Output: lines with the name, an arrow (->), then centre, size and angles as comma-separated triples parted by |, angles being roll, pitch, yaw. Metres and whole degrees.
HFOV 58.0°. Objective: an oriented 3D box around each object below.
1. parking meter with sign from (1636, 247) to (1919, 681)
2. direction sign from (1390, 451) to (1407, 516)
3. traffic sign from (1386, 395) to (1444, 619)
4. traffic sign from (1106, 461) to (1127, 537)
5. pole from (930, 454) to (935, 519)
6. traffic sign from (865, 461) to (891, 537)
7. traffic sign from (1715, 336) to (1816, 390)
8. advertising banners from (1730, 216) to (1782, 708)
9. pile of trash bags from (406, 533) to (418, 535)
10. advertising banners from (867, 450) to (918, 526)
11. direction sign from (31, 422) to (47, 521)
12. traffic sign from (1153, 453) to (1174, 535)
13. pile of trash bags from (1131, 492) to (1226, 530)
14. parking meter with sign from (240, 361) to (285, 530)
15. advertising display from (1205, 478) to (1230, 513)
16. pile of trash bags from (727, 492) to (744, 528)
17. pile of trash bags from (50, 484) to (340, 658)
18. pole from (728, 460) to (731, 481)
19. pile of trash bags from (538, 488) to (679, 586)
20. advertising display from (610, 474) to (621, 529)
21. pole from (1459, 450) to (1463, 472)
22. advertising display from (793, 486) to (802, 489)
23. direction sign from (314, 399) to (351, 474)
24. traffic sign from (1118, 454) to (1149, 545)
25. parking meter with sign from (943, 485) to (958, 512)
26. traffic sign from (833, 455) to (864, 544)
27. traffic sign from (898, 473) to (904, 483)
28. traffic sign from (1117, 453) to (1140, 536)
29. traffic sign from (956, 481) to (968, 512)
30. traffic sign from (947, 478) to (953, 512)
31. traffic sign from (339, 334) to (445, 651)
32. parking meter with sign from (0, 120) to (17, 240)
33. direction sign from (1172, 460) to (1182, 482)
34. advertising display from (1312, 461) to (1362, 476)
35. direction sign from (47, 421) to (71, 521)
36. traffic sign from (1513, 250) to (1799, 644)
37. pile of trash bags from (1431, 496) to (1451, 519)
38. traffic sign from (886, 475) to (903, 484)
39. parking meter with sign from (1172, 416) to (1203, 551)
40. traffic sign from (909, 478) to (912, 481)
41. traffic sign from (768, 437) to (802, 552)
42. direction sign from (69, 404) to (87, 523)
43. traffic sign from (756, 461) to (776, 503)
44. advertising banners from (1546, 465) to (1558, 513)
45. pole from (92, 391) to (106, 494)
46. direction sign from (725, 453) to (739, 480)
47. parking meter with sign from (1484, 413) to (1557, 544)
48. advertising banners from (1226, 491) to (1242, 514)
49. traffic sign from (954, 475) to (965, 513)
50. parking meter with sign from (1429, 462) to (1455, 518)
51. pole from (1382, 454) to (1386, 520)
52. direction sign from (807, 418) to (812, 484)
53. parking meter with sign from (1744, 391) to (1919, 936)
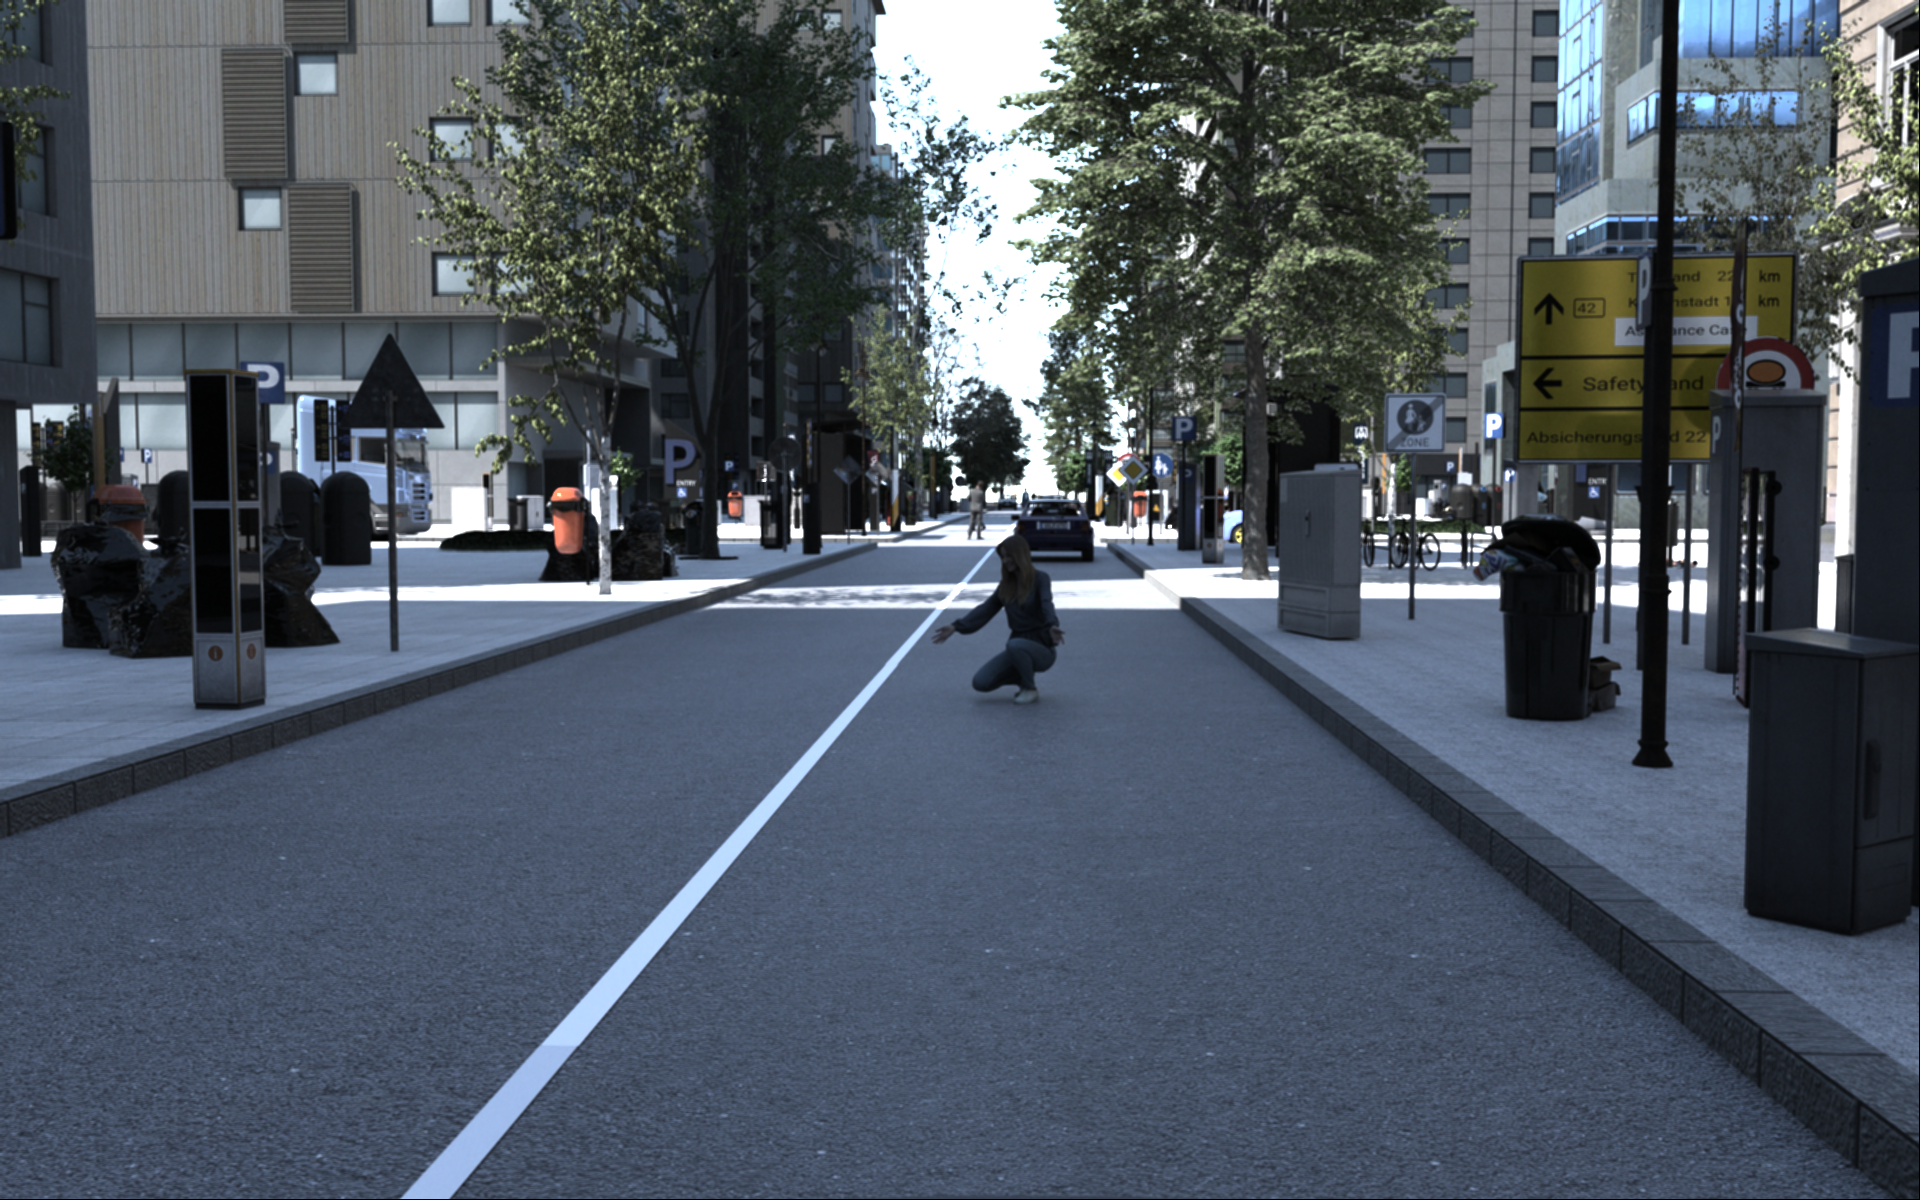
parking meter with sign -> 5.780, -0.987, 12.392 | 1.738, 3.016, 0.543 | 1, 4, 10
direction sign -> 24.536, -6.417, 96.914 | 0.876, 3.537, 0.379 | 0, 4, -1
traffic sign -> 4.623, -0.950, 17.666 | 0.606, 2.300, 0.079 | 0, 4, 7
traffic sign -> 4.764, -2.953, 51.917 | 0.795, 2.450, 0.064 | 0, 4, 3
pole -> -1.498, -6.044, 92.659 | 0.158, 3.312, 0.155 | 0, 3, 0
traffic sign -> -2.471, -2.974, 52.274 | 0.795, 2.450, 0.064 | 0, 4, 3
traffic sign -> 6.511, -0.855, 14.087 | 0.768, 2.556, 0.104 | 0, 4, 8
advertising banners -> 4.783, -0.873, 10.468 | 0.090, 3.025, 2.074 | 1, 4, 18
pile of trash bags -> -18.829, -2.728, 54.350 | 3.447, 1.369, 1.912 | -1, 4, -18
advertising banners -> -2.707, -4.479, 69.414 | 2.074, 3.025, 0.090 | -1, 4, -12
direction sign -> -29.113, -3.858, 55.068 | 0.379, 3.537, 0.876 | 1, 4, 19
traffic sign -> 6.264, -3.291, 53.920 | 0.768, 2.556, 0.104 | 1, 4, 8
pile of trash bags -> 7.817, -3.190, 61.915 | 3.447, 1.369, 1.912 | 0, 4, -3
parking meter with sign -> -9.490, -1.677, 23.674 | 0.543, 3.016, 1.738 | -1, 4, -21
advertising display -> 10.522, -4.011, 70.798 | 0.974, 1.923, 0.123 | 1, 4, 21
pile of trash bags -> -9.791, -3.358, 64.662 | 3.447, 1.369, 1.912 | 0, 4, -2
pile of trash bags -> -6.938, -0.332, 15.187 | 1.912, 1.369, 3.447 | -3, 5, -43
pole -> -13.789, -6.723, 103.764 | 0.158, 3.312, 0.155 | 0, 3, 0
pile of trash bags -> -5.370, -0.977, 25.719 | 1.912, 1.369, 3.447 | 0, 4, 4
advertising display -> -11.446, -3.157, 56.837 | 0.974, 1.923, 0.123 | 3, 5, 44
pole -> 22.914, -5.228, 79.313 | 0.158, 3.312, 0.155 | 0, 3, 0
advertising display -> -9.731, -6.096, 104.875 | 0.974, 1.923, 0.123 | 1, 4, 20
direction sign -> -15.068, -3.037, 41.658 | 0.876, 3.537, 0.379 | -3, 5, -42
traffic sign -> 4.391, -2.465, 43.940 | 0.795, 2.450, 0.064 | 0, 4, 3
parking meter with sign -> -1.010, -7.877, 125.047 | 1.738, 3.016, 0.543 | -2, 4, -34
traffic sign -> -2.844, -2.487, 44.298 | 0.795, 2.450, 0.064 | 0, 4, 3
traffic sign -> -3.429, -5.713, 93.410 | 0.884, 2.594, 0.081 | 1, 4, 9
traffic sign -> 5.194, -3.257, 53.355 | 0.768, 2.556, 0.104 | 0, 4, 6
traffic sign -> 0.151, -7.403, 121.037 | 0.884, 2.594, 0.081 | 1, 4, 9
traffic sign -> -0.857, -7.502, 122.762 | 0.768, 2.556, 0.104 | 0, 4, 5
traffic sign -> -4.618, -0.861, 14.076 | 0.884, 2.594, 0.081 | 0, 4, 6
parking meter with sign -> -4.839, -0.680, 7.380 | 0.543, 3.016, 1.738 | 1, 4, 10
direction sign -> 14.516, -7.532, 115.152 | 0.876, 3.537, 0.379 | 1, 4, 21
advertising display -> 7.447, -1.777, 34.274 | 0.974, 1.923, 0.123 | 2, 4, 29
direction sign -> -27.742, -3.785, 53.875 | 0.876, 3.537, 0.379 | 0, 3, 0
traffic sign -> 5.873, -1.275, 14.722 | 2.265, 3.308, 0.079 | 1, 4, 9
pile of trash bags -> 25.237, -4.788, 88.032 | 1.912, 1.369, 3.447 | 0, 4, 0
traffic sign -> -3.339, -5.381, 87.983 | 0.884, 2.594, 0.081 | 0, 4, 6
parking meter with sign -> 5.286, -2.657, 39.708 | 0.543, 3.016, 1.738 | 1, 4, 18
traffic sign -> -2.781, -6.476, 105.991 | 0.768, 2.556, 0.104 | 1, 4, 9
traffic sign -> -3.887, -2.343, 38.413 | 0.768, 2.556, 0.104 | 1, 4, 9
direction sign -> -21.385, -3.077, 42.301 | 0.379, 3.537, 0.876 | -1, 4, -19
traffic sign -> -6.081, -3.191, 54.303 | 0.606, 2.300, 0.079 | 0, 4, 3
advertising banners -> 17.581, -3.377, 51.400 | 0.090, 3.025, 2.074 | 2, 4, 27
pole -> -17.137, -2.486, 34.494 | 0.158, 3.312, 0.155 | 0, 3, 0
direction sign -> -12.632, -6.360, 95.987 | 0.876, 3.537, 0.379 | 1, 4, 18
parking meter with sign -> 12.220, -2.532, 37.656 | 1.738, 3.016, 0.543 | -2, 4, -28
advertising banners -> 15.158, -6.145, 96.652 | 0.090, 3.025, 2.074 | -1, 4, -22
traffic sign -> -0.017, -7.216, 118.085 | 0.768, 2.556, 0.104 | 1, 4, 12
parking meter with sign -> 26.029, -5.966, 93.808 | 0.543, 3.016, 1.738 | -1, 4, -19
pole -> 21.334, -5.709, 87.192 | 0.158, 3.312, 0.155 | 0, 3, 0
direction sign -> -4.506, -3.666, 51.942 | 0.379, 3.537, 0.876 | -1, 4, -13
parking meter with sign -> 3.197, -0.566, 5.523 | 1.738, 3.016, 0.543 | -2, 4, -35
